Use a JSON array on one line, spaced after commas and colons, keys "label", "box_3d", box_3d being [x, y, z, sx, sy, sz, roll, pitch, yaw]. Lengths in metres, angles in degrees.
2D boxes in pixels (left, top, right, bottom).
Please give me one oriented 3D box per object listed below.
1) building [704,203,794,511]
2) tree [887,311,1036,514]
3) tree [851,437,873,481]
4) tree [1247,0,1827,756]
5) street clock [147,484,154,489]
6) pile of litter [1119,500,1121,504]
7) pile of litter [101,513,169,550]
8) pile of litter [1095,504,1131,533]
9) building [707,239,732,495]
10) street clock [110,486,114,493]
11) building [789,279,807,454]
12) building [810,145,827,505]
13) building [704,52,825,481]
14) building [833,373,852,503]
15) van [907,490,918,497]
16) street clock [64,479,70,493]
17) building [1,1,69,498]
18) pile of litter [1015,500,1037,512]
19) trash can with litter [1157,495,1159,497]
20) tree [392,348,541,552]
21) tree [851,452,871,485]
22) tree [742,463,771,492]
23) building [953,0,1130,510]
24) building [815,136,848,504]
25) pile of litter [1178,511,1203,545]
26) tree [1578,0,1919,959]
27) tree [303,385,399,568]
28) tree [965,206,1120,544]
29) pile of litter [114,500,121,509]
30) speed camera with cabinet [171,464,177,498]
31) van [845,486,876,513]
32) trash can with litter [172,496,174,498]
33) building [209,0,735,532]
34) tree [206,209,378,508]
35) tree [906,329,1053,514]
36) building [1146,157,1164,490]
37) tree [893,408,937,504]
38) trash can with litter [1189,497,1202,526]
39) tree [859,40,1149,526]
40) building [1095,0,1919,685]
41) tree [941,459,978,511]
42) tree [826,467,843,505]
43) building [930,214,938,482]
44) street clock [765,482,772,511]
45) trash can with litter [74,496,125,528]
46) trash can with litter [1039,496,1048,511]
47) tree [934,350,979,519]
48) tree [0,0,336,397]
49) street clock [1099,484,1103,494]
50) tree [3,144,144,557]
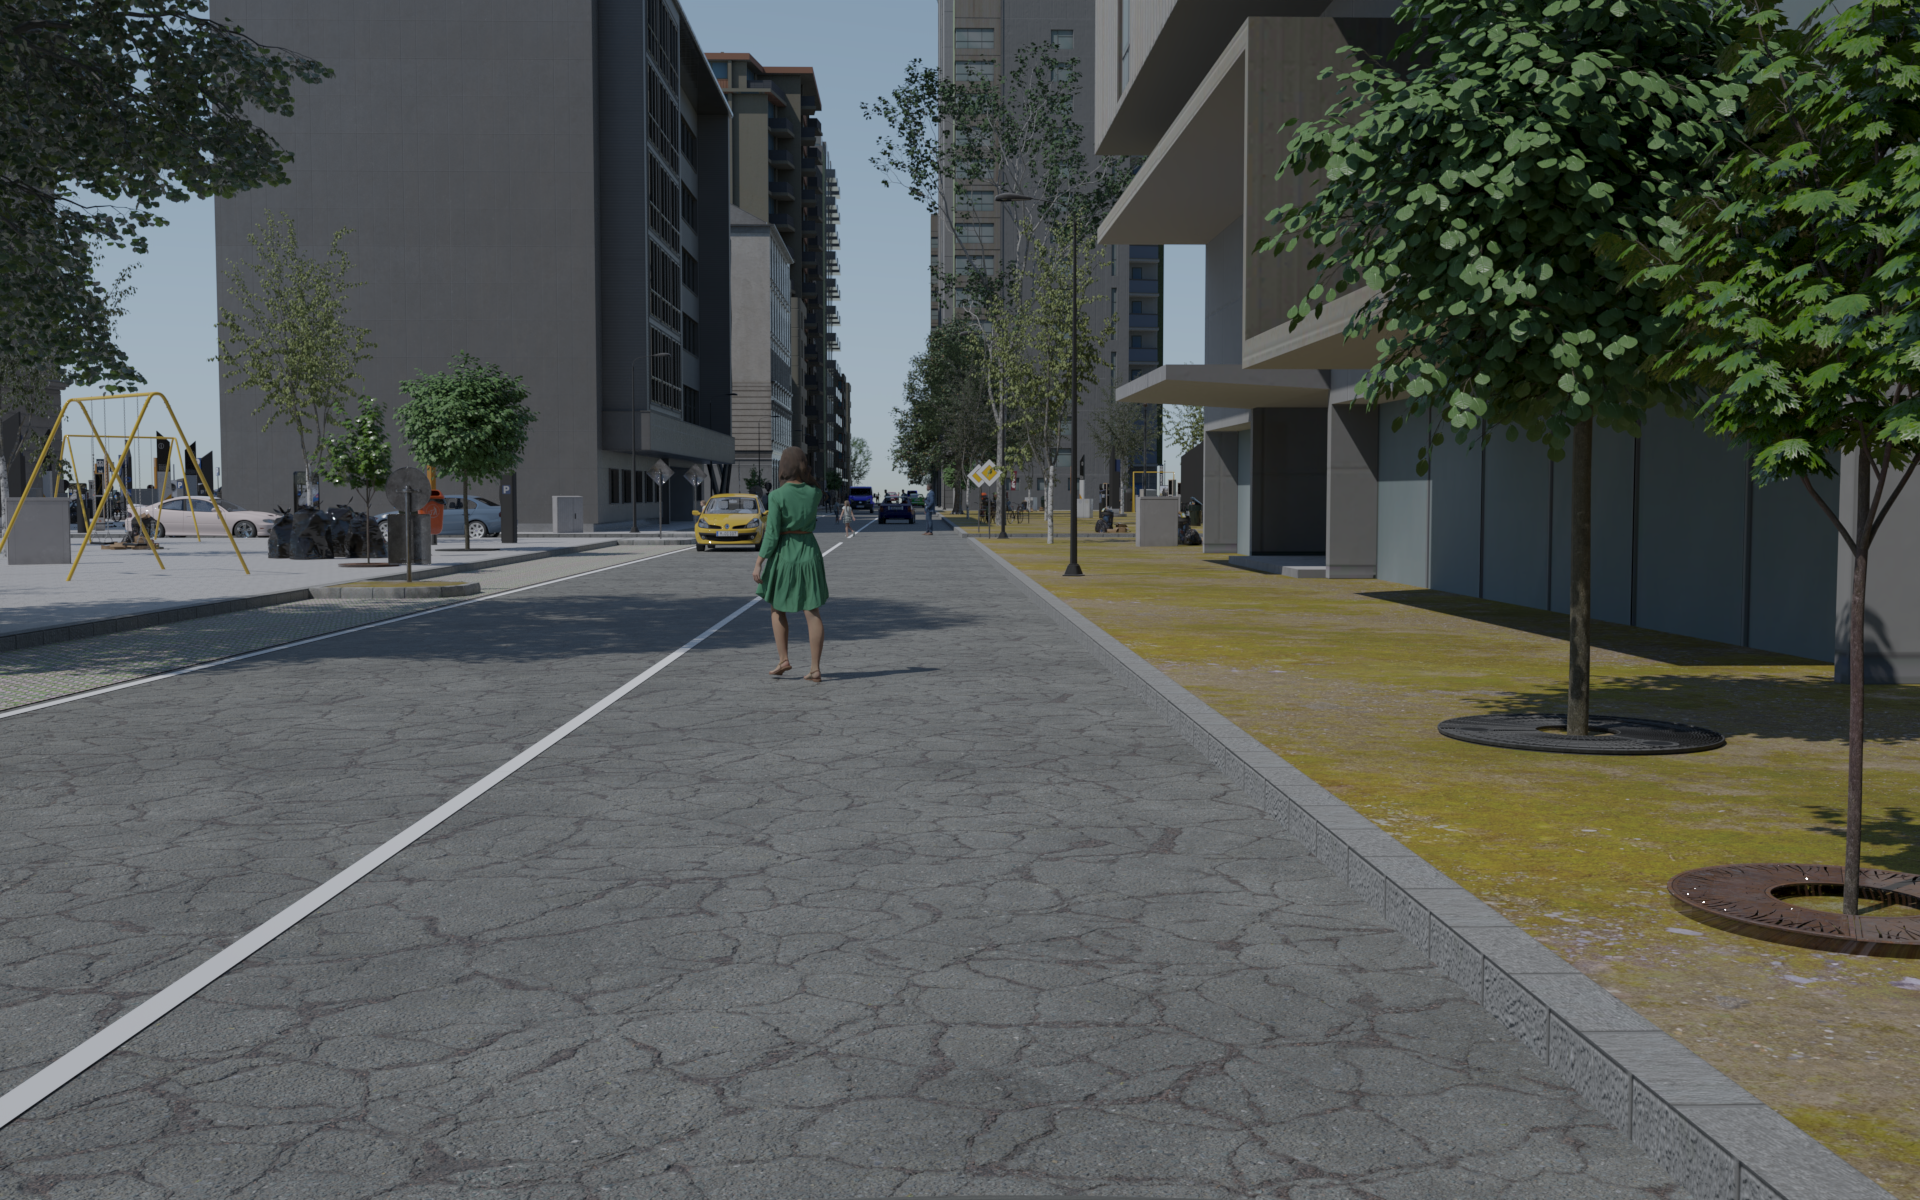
[{"label": "building", "box_3d": [-17.021, -16.576, 120.171, 9.793, 20.994, 18.267, 0, 4, -2]}, {"label": "tree", "box_3d": [-0.049, -11.742, 108.988, 9.611, 12.733, 9.660, 0, 3, 0]}, {"label": "tree", "box_3d": [-18.316, -22.376, 291.602, 9.928, 11.665, 9.643, 0, 3, 0]}, {"label": "tree", "box_3d": [3.230, -1.554, 9.121, 4.285, 4.588, 4.351, 0, 3, 0]}, {"label": "street clock", "box_3d": [-60.952, -7.700, 130.464, 0.358, 2.002, 0.471, 3, 5, 41]}, {"label": "pile of litter", "box_3d": [11.868, -7.207, 131.807, 1.176, 0.858, 1.719, -2, 4, -24]}, {"label": "pile of litter", "box_3d": [-19.143, -1.601, 40.144, 1.719, 0.858, 1.176, 3, 4, 37]}, {"label": "pile of litter", "box_3d": [5.183, -2.696, 58.047, 1.719, 0.858, 1.176, -3, 5, -43]}, {"label": "building", "box_3d": [-21.334, -14.011, 96.540, 16.820, 18.784, 16.811, 0, 4, -2]}, {"label": "street clock", "box_3d": [-64.496, -7.764, 131.507, 0.358, 2.002, 0.471, 1, 4, 16]}, {"label": "building", "box_3d": [-27.695, -18.445, 146.615, 27.650, 21.520, 28.899, 0, 4, -2]}, {"label": "building", "box_3d": [-22.698, -31.419, 197.292, 14.154, 41.232, 14.086, 0, 4, -2]}, {"label": "building", "box_3d": [-25.234, -31.824, 174.947, 22.147, 44.769, 28.867, 0, 4, -2]}, {"label": "building", "box_3d": [-30.770, -25.492, 261.826, 27.650, 21.520, 28.899, 0, 4, -2]}, {"label": "van", "box_3d": [-7.817, -17.035, 282.904, 2.240, 2.365, 5.245, 0, 4, -2]}, {"label": "street clock", "box_3d": [-43.922, -4.916, 84.954, 0.471, 2.002, 0.358, -1, 4, -16]}, {"label": "building", "box_3d": [-47.051, -16.825, 62.482, 23.554, 28.519, 14.401, 0, 4, -2]}, {"label": "pile of litter", "box_3d": [4.801, -6.819, 125.462, 1.719, 0.858, 1.176, 0, 4, -6]}, {"label": "trash can with litter", "box_3d": [14.821, -7.349, 131.208, 1.678, 1.210, 2.233, -2, 4, -33]}, {"label": "tree", "box_3d": [-11.142, -3.399, 39.289, 4.285, 4.588, 4.351, 0, 3, 0]}, {"label": "tree", "box_3d": [-16.799, -20.160, 279.978, 4.737, 8.622, 4.395, 0, 3, 0]}, {"label": "tree", "box_3d": [-13.039, -7.026, 109.474, 1.663, 3.219, 1.824, 0, 3, 0]}, {"label": "building", "box_3d": [6.410, -28.151, 143.859, 14.154, 41.232, 14.086, 0, 4, -2]}, {"label": "building", "box_3d": [-27.308, -37.397, 231.049, 23.786, 49.044, 30.456, 0, 4, -2]}, {"label": "pile of litter", "box_3d": [5.747, -1.824, 43.793, 1.176, 0.858, 1.719, -2, 4, -29]}, {"label": "tree", "box_3d": [2.679, -0.639, 5.048, 1.663, 3.219, 1.824, 0, 3, 0]}, {"label": "tree", "box_3d": [-10.470, -2.210, 30.739, 1.663, 3.219, 1.824, 0, 3, 0]}, {"label": "tree", "box_3d": [2.293, -5.779, 44.853, 4.737, 8.622, 4.395, 0, 3, 0]}, {"label": "pile of litter", "box_3d": [-58.416, -6.464, 119.656, 1.176, 0.858, 1.719, 0, 4, -6]}, {"label": "speed camera with cabinet", "box_3d": [-52.542, -7.325, 114.095, 2.038, 3.252, 0.660, 0, 4, -5]}, {"label": "van", "box_3d": [-7.413, -7.668, 129.754, 2.240, 2.365, 5.245, 0, 4, -2]}, {"label": "trash can with litter", "box_3d": [-41.374, -4.907, 91.283, 2.233, 1.210, 1.678, 0, 4, 8]}, {"label": "building", "box_3d": [-18.069, -15.489, 72.309, 14.314, 24.678, 30.058, 0, 4, -2]}, {"label": "tree", "box_3d": [-16.921, -5.765, 44.613, 4.737, 8.622, 4.395, 0, 3, 0]}, {"label": "tree", "box_3d": [1.201, -9.963, 97.313, 8.767, 10.594, 7.601, 0, 4, -1]}, {"label": "building", "box_3d": [8.733, -38.110, 165.091, 21.231, 58.520, 28.212, 0, 4, -2]}, {"label": "tree", "box_3d": [-3.307, -19.012, 217.504, 9.857, 13.997, 8.962, 0, 3, 0]}, {"label": "trash can with litter", "box_3d": [9.635, -3.528, 69.074, 1.055, 1.170, 0.624, 1, 4, 9]}, {"label": "tree", "box_3d": [3.069, -13.132, 70.599, 12.611, 20.169, 13.585, 0, 3, 0]}, {"label": "building", "box_3d": [16.670, -26.594, 24.057, 28.713, 52.752, 27.495, 0, 4, -2]}, {"label": "tree", "box_3d": [0.121, -9.250, 134.949, 4.285, 4.588, 4.351, 0, 3, 0]}, {"label": "tree", "box_3d": [-15.573, -13.775, 208.926, 4.285, 4.588, 4.351, 0, 3, 0]}, {"label": "building", "box_3d": [2.673, -34.900, 254.202, 14.154, 41.232, 14.086, 0, 4, -2]}, {"label": "street clock", "box_3d": [-11.812, -6.251, 106.767, 0.358, 2.002, 0.471, -3, 5, -44]}, {"label": "trash can with litter", "box_3d": [-32.832, -3.390, 66.484, 2.233, 1.210, 1.678, -2, 4, -31]}, {"label": "trash can with litter", "box_3d": [6.283, -7.235, 129.685, 0.624, 1.170, 1.055, 1, 4, 18]}, {"label": "tree", "box_3d": [0.534, -8.485, 89.085, 4.360, 8.622, 3.978, 0, 3, 0]}, {"label": "tree", "box_3d": [-10.219, -6.629, 15.044, 9.857, 13.997, 8.962, 0, 3, 0]}, {"label": "street clock", "box_3d": [9.920, -7.140, 121.314, 0.358, 2.002, 0.471, 1, 4, 21]}, {"label": "tree", "box_3d": [-19.121, -5.171, 34.914, 4.360, 8.622, 3.978, 0, 3, 0]}]
